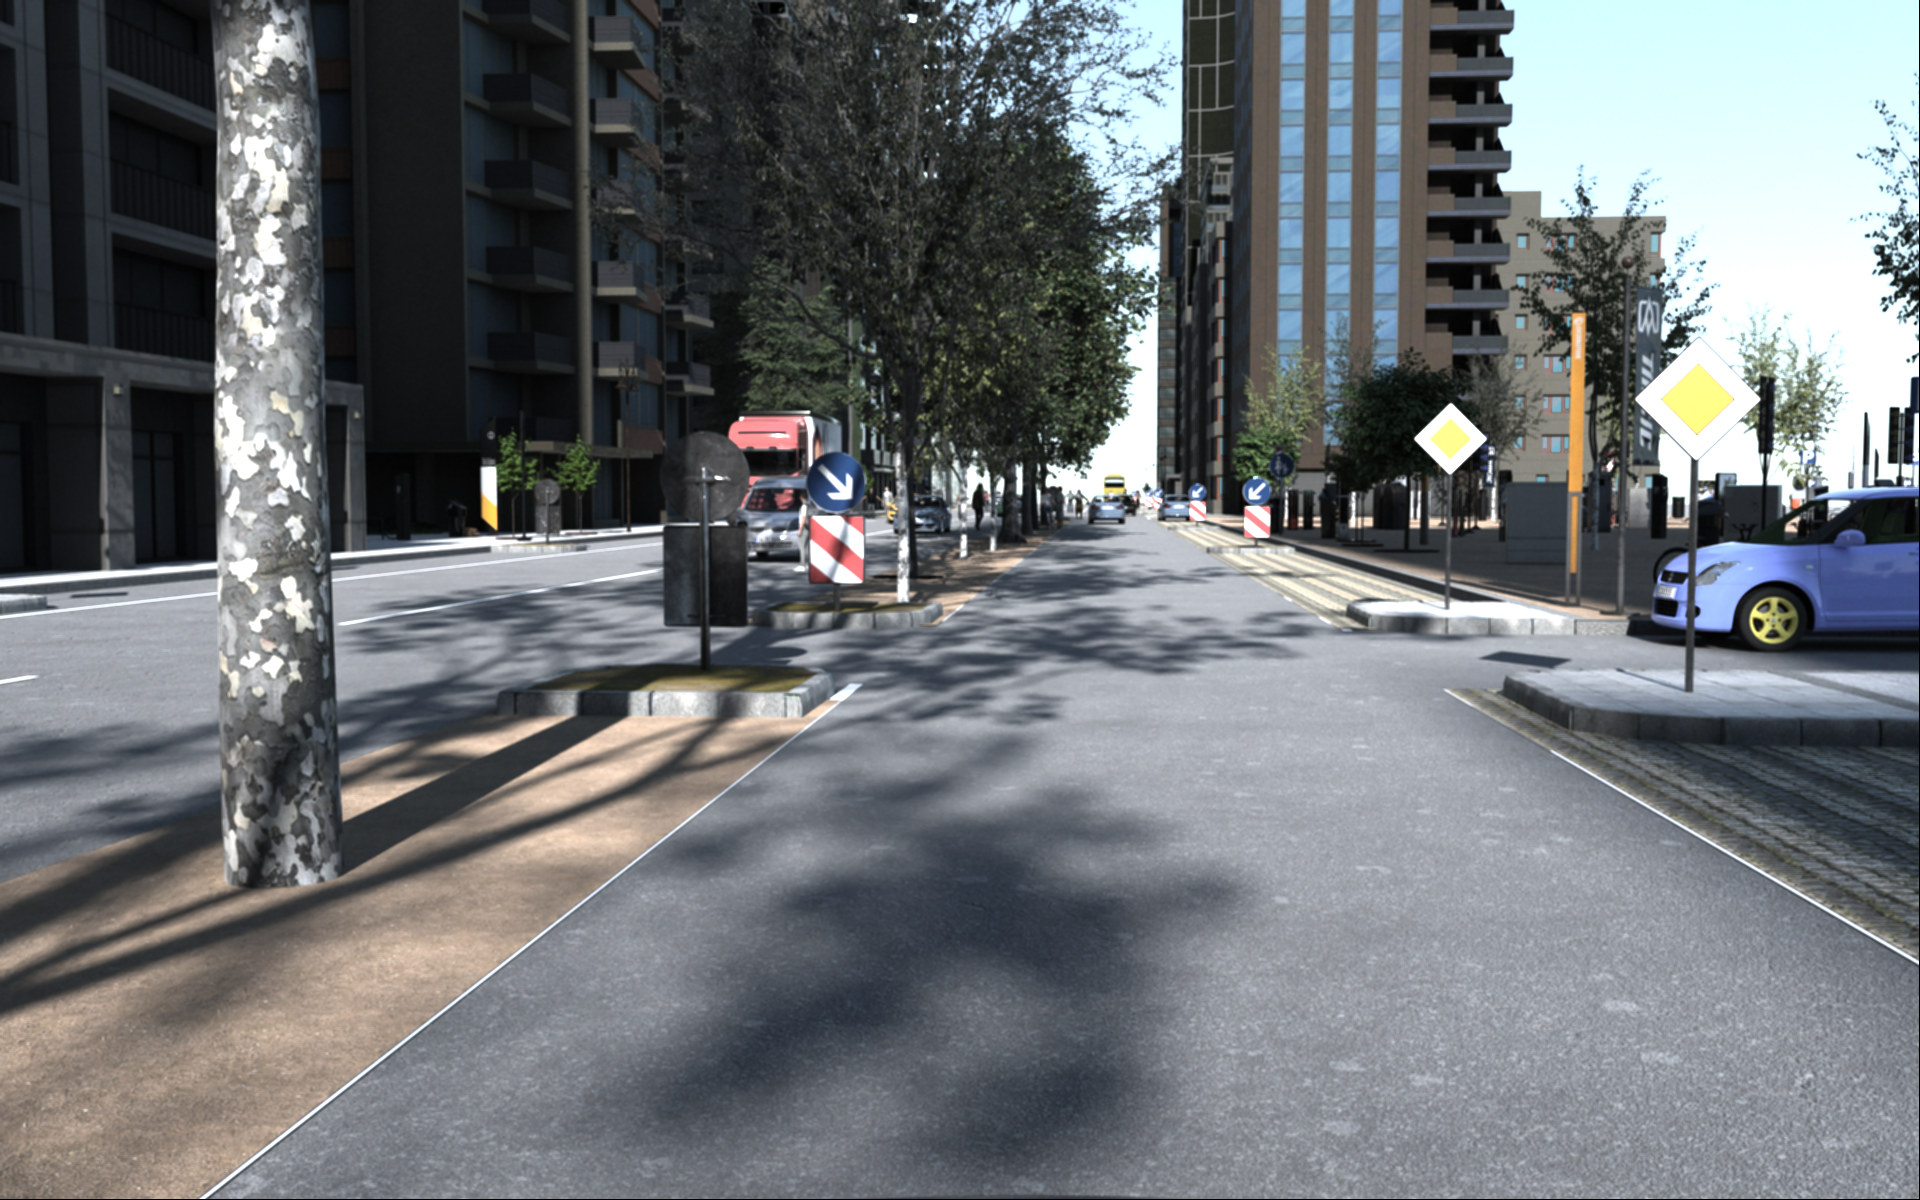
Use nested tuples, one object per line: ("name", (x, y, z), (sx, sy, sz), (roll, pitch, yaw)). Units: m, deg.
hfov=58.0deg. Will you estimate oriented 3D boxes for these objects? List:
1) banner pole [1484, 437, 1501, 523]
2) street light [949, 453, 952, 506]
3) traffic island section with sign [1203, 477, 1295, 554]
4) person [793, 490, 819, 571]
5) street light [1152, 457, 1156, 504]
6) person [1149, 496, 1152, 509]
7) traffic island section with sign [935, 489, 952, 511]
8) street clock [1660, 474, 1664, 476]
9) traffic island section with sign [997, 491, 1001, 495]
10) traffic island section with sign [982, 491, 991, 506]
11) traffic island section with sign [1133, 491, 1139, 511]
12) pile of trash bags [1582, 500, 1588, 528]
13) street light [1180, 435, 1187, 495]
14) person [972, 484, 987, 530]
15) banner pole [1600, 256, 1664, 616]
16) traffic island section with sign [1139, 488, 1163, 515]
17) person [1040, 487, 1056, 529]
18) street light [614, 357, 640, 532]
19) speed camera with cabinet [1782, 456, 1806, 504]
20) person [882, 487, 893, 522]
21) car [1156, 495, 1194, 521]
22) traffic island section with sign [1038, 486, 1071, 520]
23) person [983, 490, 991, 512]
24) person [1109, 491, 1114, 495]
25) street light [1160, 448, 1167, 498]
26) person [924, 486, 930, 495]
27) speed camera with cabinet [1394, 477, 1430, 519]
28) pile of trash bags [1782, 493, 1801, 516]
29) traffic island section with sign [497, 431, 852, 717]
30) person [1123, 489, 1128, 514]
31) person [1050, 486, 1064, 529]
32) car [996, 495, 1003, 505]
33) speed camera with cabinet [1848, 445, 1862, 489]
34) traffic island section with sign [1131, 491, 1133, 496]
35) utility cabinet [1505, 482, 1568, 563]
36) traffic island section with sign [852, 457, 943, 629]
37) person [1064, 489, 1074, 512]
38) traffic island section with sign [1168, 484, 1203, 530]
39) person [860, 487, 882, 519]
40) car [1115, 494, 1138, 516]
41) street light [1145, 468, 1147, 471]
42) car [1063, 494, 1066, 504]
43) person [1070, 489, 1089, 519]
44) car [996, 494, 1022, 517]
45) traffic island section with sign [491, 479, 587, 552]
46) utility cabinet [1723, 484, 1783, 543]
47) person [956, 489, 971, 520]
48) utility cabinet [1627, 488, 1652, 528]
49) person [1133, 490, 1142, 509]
("banner pole", (23.580, -5.297, 76.620), (0.863, 3.779, 0.401), (0, 4, 5))
("street light", (-0.910, -12.704, 180.500), (0.468, 5.910, 1.993), (0, 4, 5))
("traffic island section with sign", (7.013, -2.036, 41.923), (1.989, 1.847, 2.006), (0, 4, 5))
("person", (-2.890, -1.297, 32.298), (0.523, 1.515, 0.503), (-1, 4, -14))
("street light", (24.070, -14.844, 215.484), (0.468, 5.910, 1.993), (0, 4, 5))
("person", (16.789, -8.817, 153.603), (0.436, 1.711, 0.756), (0, 4, 8))
("traffic island section with sign", (-1.738, -8.479, 147.266), (1.989, 1.847, 2.006), (0, 4, 5))
("street clock", (25.368, -3.567, 62.889), (0.358, 2.002, 0.471), (0, 4, -3))
("traffic island section with sign", (5.223, -13.510, 229.518), (1.989, 1.847, 2.006), (0, 4, 5))
("traffic island section with sign", (2.904, -11.830, 202.041), (1.989, 1.847, 2.006), (0, 4, 5))
("traffic island section with sign", (15.780, -8.389, 145.782), (1.989, 1.847, 2.006), (0, 4, 5))
("pile of trash bags", (22.084, -3.420, 65.666), (3.447, 1.369, 1.912), (-1, 4, -11))
("street light", (17.037, -9.762, 132.390), (0.468, 5.910, 1.993), (0, 4, 5))
("person", (0.759, -3.675, 68.493), (0.656, 1.842, 0.836), (1, 4, 14))
("banner pole", (7.220, -1.740, 18.465), (0.863, 3.779, 0.401), (-2, 4, -34))
("traffic island section with sign", (13.510, -6.746, 118.923), (1.989, 1.847, 2.006), (0, 4, 5))
("person", (3.719, -3.817, 71.585), (0.731, 1.740, 0.598), (-1, 4, -19))
("street light", (-11.204, -5.238, 58.426), (0.468, 5.910, 1.993), (0, 4, 5))
("speed camera with cabinet", (38.044, -5.240, 80.006), (2.038, 3.252, 0.660), (2, 4, 29))
("person", (-3.642, -4.815, 87.348), (0.709, 1.813, 0.853), (1, 4, 17))
("car", (11.419, -4.864, 91.536), (2.014, 1.417, 4.499), (0, 4, 4))
("traffic island section with sign", (5.030, -5.269, 94.290), (2.006, 1.907, 1.989), (0, 4, 5))
("person", (2.204, -7.859, 137.709), (1.217, 1.743, 0.721), (-2, 4, -24))
("person", (14.212, -9.348, 162.283), (0.756, 1.711, 0.436), (2, 4, 32))
("street light", (20.756, -12.576, 178.408), (0.468, 5.910, 1.993), (0, 4, 5))
("person", (-1.880, -5.414, 96.649), (0.705, 1.869, 1.348), (2, 4, 27))
("speed camera with cabinet", (23.382, -5.826, 89.586), (0.660, 3.252, 2.038), (-2, 4, -30))
("pile of trash bags", (42.453, -4.939, 90.505), (3.447, 1.369, 1.912), (-1, 4, -16))
("traffic island section with sign", (-1.916, -0.238, 12.035), (2.006, 1.907, 1.989), (0, 4, 5))
("person", (11.774, -6.982, 122.670), (0.705, 1.822, 1.348), (2, 4, 35))
("person", (3.965, -3.750, 70.376), (0.524, 1.755, 0.480), (-2, 4, -33))
("car", (4.388, -10.355, 181.666), (2.083, 1.381, 4.827), (0, 4, 6))
("speed camera with cabinet", (35.811, -4.543, 68.610), (0.660, 3.252, 2.038), (1, 4, 10))
("traffic island section with sign", (20.399, -11.730, 200.410), (1.989, 1.847, 2.006), (0, 4, 5))
("utility cabinet", (10.625, -1.411, 31.754), (1.173, 1.500, 0.318), (1, 4, 12))
("traffic island section with sign", (-1.283, -0.690, 19.416), (2.006, 1.907, 1.989), (0, 4, 5))
("person", (8.608, -7.740, 135.127), (1.350, 1.814, 0.705), (0, 4, -1))
("traffic island section with sign", (9.290, -3.682, 68.826), (1.989, 1.847, 2.006), (0, 4, 5))
("person", (-5.062, -5.530, 98.929), (1.348, 1.822, 0.705), (-1, 4, -13))
("car", (10.766, -6.399, 114.410), (2.009, 1.686, 4.222), (0, 4, 5))
("street light", (27.141, -17.113, 252.580), (0.468, 5.910, 1.993), (0, 4, 5))
("car", (13.903, -14.309, 242.987), (2.155, 1.783, 4.494), (0, 4, 3))
("person", (6.900, -5.551, 99.987), (1.217, 1.736, 0.721), (-1, 4, -12))
("car", (3.352, -6.043, 110.608), (2.131, 1.459, 4.920), (0, 4, 6))
("traffic island section with sign", (-10.487, -2.130, 43.452), (1.989, 1.847, 2.006), (0, 4, 5))
("utility cabinet", (18.285, -1.913, 39.959), (1.173, 1.500, 0.318), (3, 5, 42))
("person", (0.228, -5.345, 96.427), (0.617, 1.759, 0.750), (3, 5, 39))
("utility cabinet", (25.261, -3.377, 63.894), (1.173, 1.500, 0.318), (1, 4, 9))
("person", (17.428, -9.870, 169.888), (1.348, 1.823, 0.705), (-3, 5, -40))
